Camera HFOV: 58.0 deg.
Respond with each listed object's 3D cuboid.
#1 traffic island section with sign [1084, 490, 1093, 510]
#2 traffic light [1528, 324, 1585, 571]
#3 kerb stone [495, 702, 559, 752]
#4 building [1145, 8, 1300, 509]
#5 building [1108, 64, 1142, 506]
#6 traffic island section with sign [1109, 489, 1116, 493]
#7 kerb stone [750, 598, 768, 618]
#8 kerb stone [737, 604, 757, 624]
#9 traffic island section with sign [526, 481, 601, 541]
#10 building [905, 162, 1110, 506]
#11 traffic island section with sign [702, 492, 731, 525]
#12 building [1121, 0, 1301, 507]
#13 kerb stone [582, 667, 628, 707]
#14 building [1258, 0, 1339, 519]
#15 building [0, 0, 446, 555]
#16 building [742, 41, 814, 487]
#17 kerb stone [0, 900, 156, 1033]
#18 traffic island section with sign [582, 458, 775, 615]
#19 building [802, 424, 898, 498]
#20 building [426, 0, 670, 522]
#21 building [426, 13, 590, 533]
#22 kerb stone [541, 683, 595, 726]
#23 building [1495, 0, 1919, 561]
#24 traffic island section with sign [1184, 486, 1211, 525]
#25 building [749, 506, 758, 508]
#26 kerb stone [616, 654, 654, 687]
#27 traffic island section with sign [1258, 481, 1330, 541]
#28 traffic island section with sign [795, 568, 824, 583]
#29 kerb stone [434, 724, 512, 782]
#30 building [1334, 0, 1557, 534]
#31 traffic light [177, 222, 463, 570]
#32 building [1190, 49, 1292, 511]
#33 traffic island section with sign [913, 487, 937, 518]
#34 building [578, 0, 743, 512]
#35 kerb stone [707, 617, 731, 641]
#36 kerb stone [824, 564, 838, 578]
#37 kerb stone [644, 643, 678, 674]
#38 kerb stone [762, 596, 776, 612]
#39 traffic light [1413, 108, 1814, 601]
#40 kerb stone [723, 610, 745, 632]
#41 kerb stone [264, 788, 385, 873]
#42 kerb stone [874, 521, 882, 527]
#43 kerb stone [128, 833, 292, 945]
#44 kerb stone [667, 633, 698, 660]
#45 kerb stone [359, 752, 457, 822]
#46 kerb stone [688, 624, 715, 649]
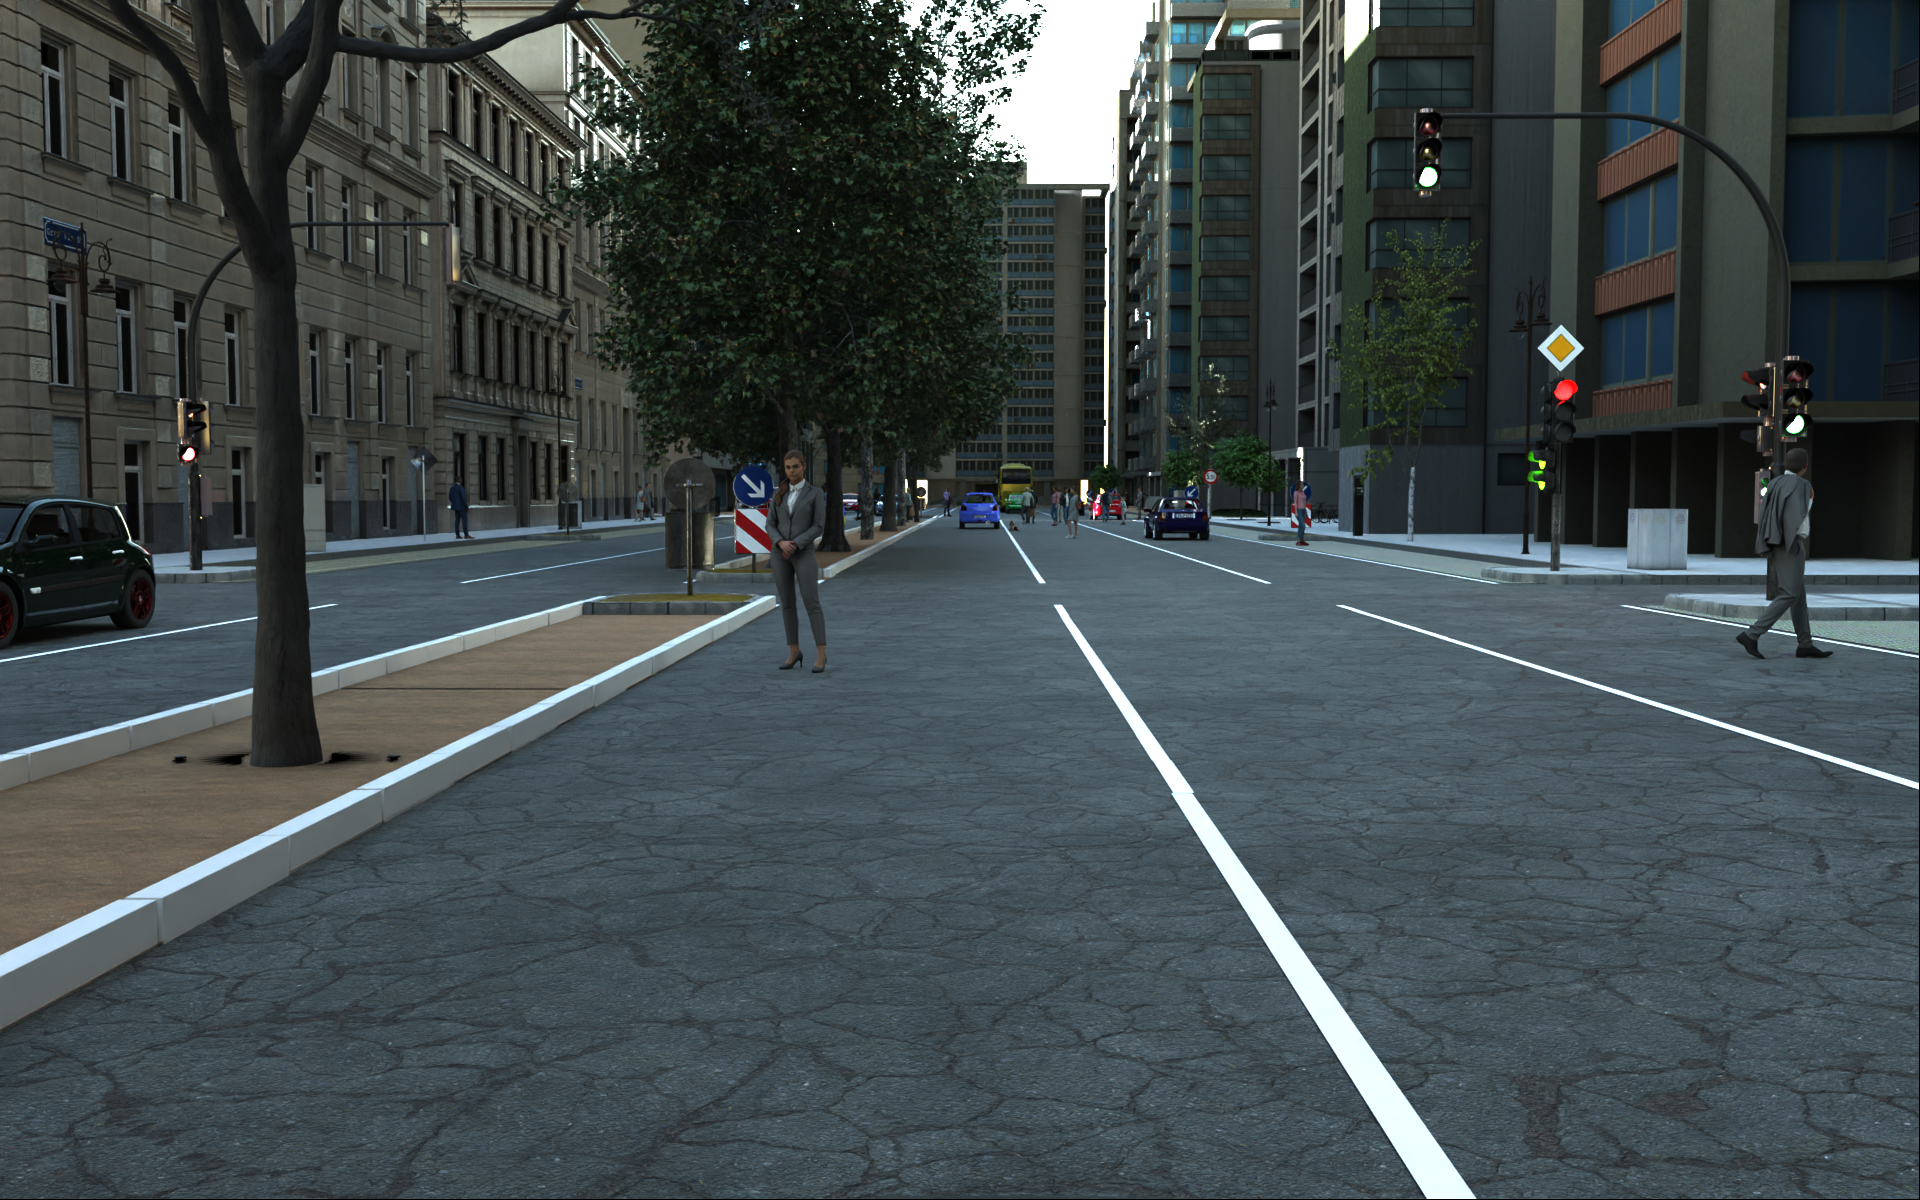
[{"bbox_3d":[11.632,-9.111,157.591,1.989,1.847,2.006,0,4,1],"label":"traffic island section with sign"},{"bbox_3d":[9.908,-2.438,28.779,0.839,4.253,0.868,0,4,1],"label":"traffic light"},{"bbox_3d":[-2.536,0.742,10.092,0.120,0.150,1.000,0,4,1],"label":"kerb stone"},{"bbox_3d":[31.347,-27.105,135.043,32.217,40.220,23.993,0,4,1],"label":"building"},{"bbox_3d":[27.885,-35.190,199.064,21.600,48.544,21.300,0,4,1],"label":"building"},{"bbox_3d":[11.271,-7.462,130.638,1.989,1.847,2.006,0,4,1],"label":"traffic island section with sign"},{"bbox_3d":[-2.404,0.114,20.346,0.120,0.150,1.000,0,4,1],"label":"kerb stone"},{"bbox_3d":[-2.415,0.176,19.324,0.120,0.150,1.000,0,4,1],"label":"kerb stone"},{"bbox_3d":[-12.254,-2.762,53.789,1.989,1.847,2.006,0,4,1],"label":"traffic island section with sign"},{"bbox_3d":[5.162,-31.392,205.143,23.993,40.220,32.217,0,4,1],"label":"building"},{"bbox_3d":[-11.881,-4.468,81.683,1.989,1.847,2.006,0,4,1],"label":"traffic island section with sign"},{"bbox_3d":[27.630,-33.174,161.997,23.786,49.044,30.456,0,4,1],"label":"building"},{"bbox_3d":[-2.507,0.615,12.146,0.120,0.150,1.000,0,4,1],"label":"kerb stone"},{"bbox_3d":[28.065,-39.988,92.062,20.563,71.187,20.611,0,4,1],"label":"building"},{"bbox_3d":[-22.634,-15.030,43.002,12.463,27.353,25.104,0,4,1],"label":"building"},{"bbox_3d":[-30.766,-52.192,166.018,31.000,86.520,22.319,0,4,1],"label":"building"},{"bbox_3d":[-2.606,1.053,4.981,0.120,0.150,1.000,0,4,1],"label":"kerb stone"},{"bbox_3d":[-3.436,-0.806,21.318,2.006,1.907,1.989,0,4,1],"label":"traffic island section with sign"},{"bbox_3d":[-21.514,-21.941,203.768,28.899,21.520,27.650,0,4,1],"label":"building"},{"bbox_3d":[-22.549,-17.740,87.311,12.463,27.353,25.104,0,4,1],"label":"building"},{"bbox_3d":[-21.329,-12.279,65.391,10.561,19.102,19.286,0,4,1],"label":"building"},{"bbox_3d":[-2.529,0.678,11.117,0.120,0.150,1.000,0,4,1],"label":"kerb stone"},{"bbox_3d":[28.743,-23.660,41.464,28.867,44.769,22.147,0,4,1],"label":"building"},{"bbox_3d":[10.624,-4.427,81.017,1.989,1.847,2.006,0,4,1],"label":"traffic island section with sign"},{"bbox_3d":[-32.311,-27.287,138.018,32.217,40.220,23.993,0,4,1],"label":"building"},{"bbox_3d":[-2.501,0.553,13.177,0.120,0.150,1.000,0,4,1],"label":"kerb stone"},{"bbox_3d":[10.280,-2.744,53.488,1.989,1.847,2.006,0,4,1],"label":"traffic island section with sign"},{"bbox_3d":[-3.331,-1.259,28.724,2.006,1.907,1.989,0,4,1],"label":"traffic island section with sign"},{"bbox_3d":[-2.555,0.804,9.069,0.120,0.150,1.000,0,4,1],"label":"kerb stone"},{"bbox_3d":[20.252,-17.727,61.539,14.160,30.474,14.107,0,4,1],"label":"building"},{"bbox_3d":[-10.759,-3.327,29.064,4.771,5.953,1.251,0,4,1],"label":"traffic light"},{"bbox_3d":[22.364,-21.085,116.440,14.160,30.474,14.107,0,4,1],"label":"building"},{"bbox_3d":[-2.367,-5.854,103.857,2.006,1.907,1.989,0,4,1],"label":"traffic island section with sign"},{"bbox_3d":[-26.671,-30.045,114.935,21.300,48.544,21.600,0,4,1],"label":"building"},{"bbox_3d":[-2.442,0.301,17.276,0.120,0.150,1.000,0,4,1],"label":"kerb stone"},{"bbox_3d":[-2.266,-0.481,30.098,0.120,0.150,1.000,0,4,1],"label":"kerb stone"},{"bbox_3d":[-2.481,0.492,14.199,0.120,0.150,1.000,0,4,1],"label":"kerb stone"},{"bbox_3d":[-2.391,0.050,21.370,0.120,0.150,1.000,0,4,1],"label":"kerb stone"},{"bbox_3d":[7.711,-2.814,20.680,4.771,5.953,1.251,0,4,1],"label":"traffic light"},{"bbox_3d":[-2.424,0.238,18.297,0.120,0.150,1.000,0,4,1],"label":"kerb stone"},{"bbox_3d":[-2.578,0.931,7.025,0.120,0.150,1.000,0,4,1],"label":"kerb stone"},{"bbox_3d":[-3.740,-3.493,79.354,0.120,0.150,1.000,0,4,1],"label":"kerb stone"},{"bbox_3d":[-2.586,0.990,6.003,0.120,0.150,1.000,0,4,1],"label":"kerb stone"},{"bbox_3d":[-2.472,0.426,15.231,0.120,0.150,1.000,0,4,1],"label":"kerb stone"},{"bbox_3d":[-2.562,0.865,8.047,0.120,0.150,1.000,0,4,1],"label":"kerb stone"},{"bbox_3d":[-2.462,0.363,16.254,0.120,0.150,1.000,0,4,1],"label":"kerb stone"}]
